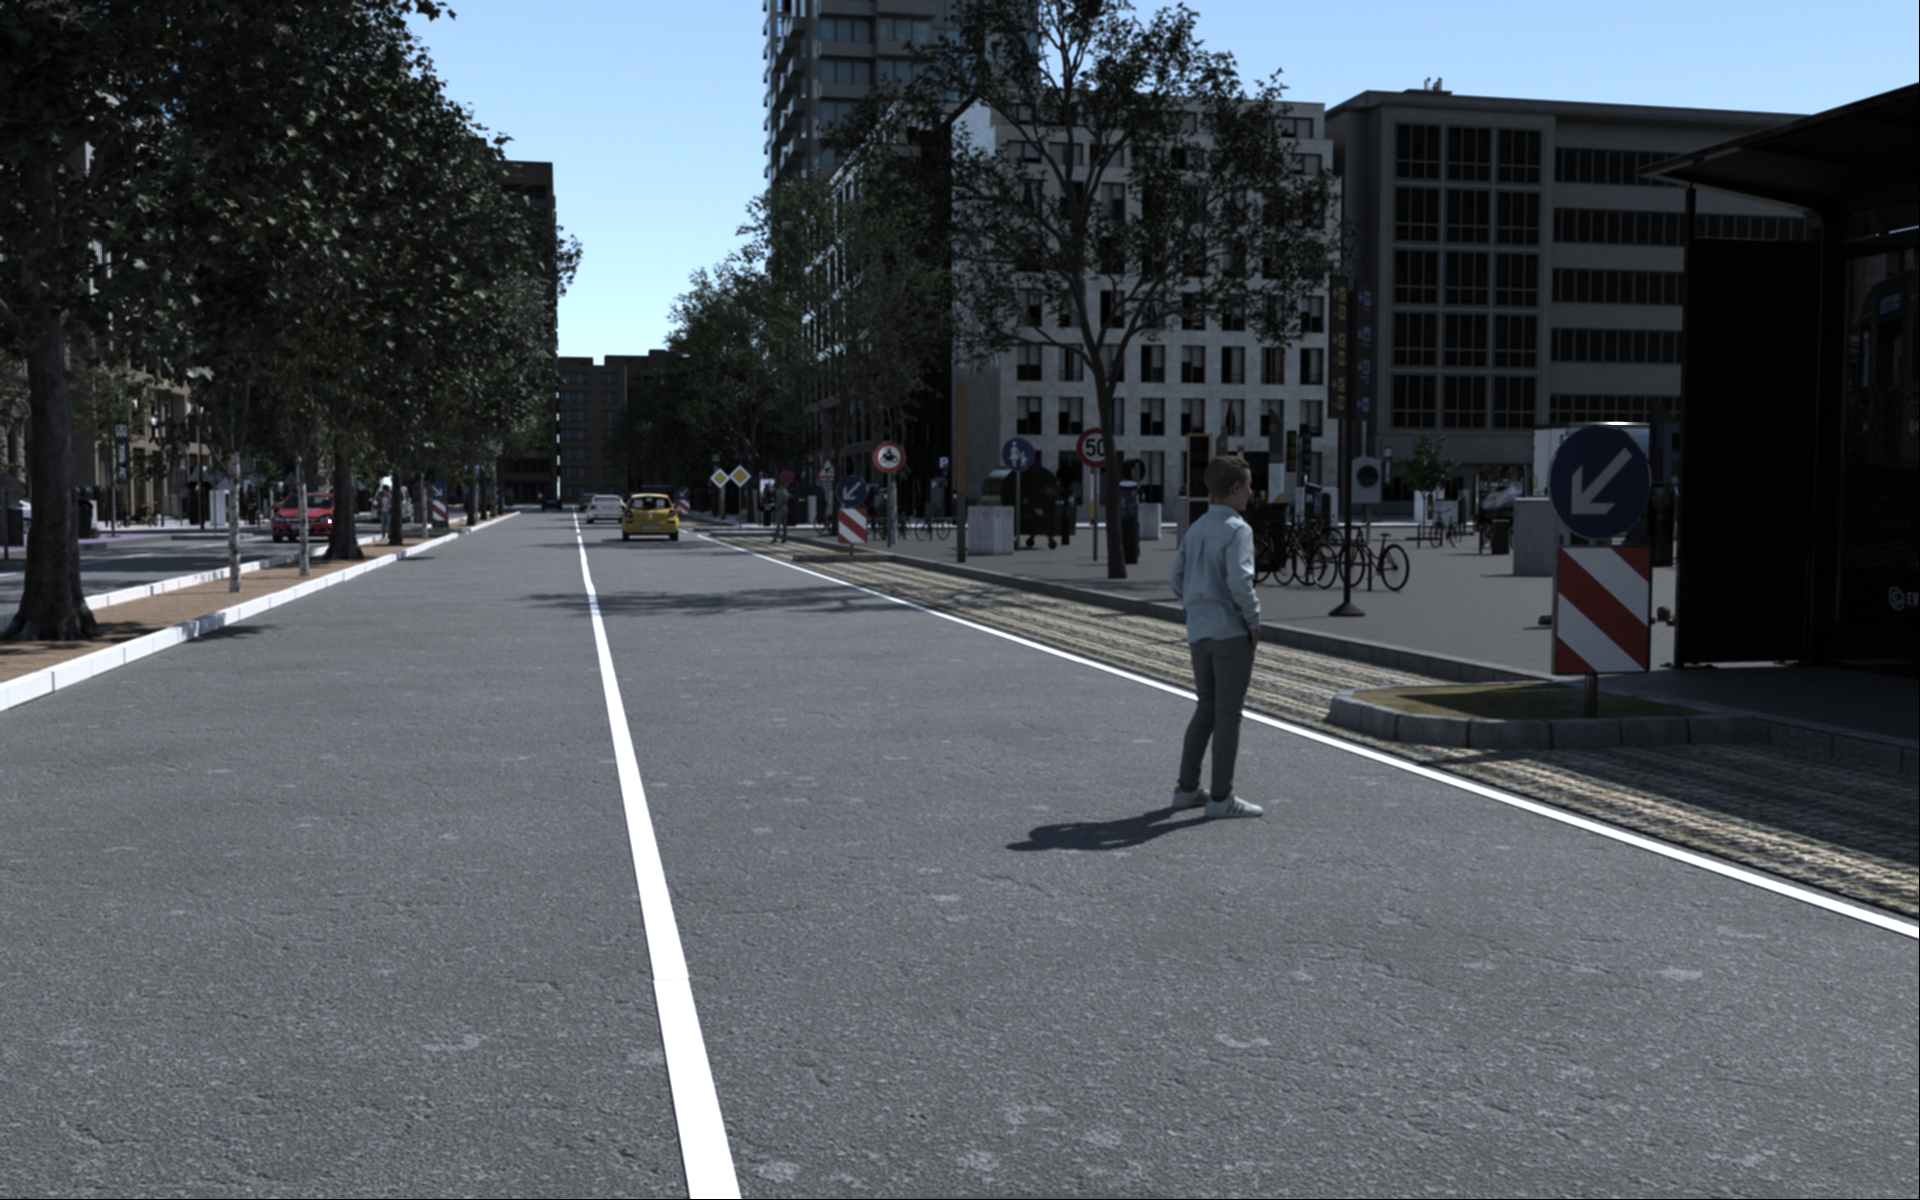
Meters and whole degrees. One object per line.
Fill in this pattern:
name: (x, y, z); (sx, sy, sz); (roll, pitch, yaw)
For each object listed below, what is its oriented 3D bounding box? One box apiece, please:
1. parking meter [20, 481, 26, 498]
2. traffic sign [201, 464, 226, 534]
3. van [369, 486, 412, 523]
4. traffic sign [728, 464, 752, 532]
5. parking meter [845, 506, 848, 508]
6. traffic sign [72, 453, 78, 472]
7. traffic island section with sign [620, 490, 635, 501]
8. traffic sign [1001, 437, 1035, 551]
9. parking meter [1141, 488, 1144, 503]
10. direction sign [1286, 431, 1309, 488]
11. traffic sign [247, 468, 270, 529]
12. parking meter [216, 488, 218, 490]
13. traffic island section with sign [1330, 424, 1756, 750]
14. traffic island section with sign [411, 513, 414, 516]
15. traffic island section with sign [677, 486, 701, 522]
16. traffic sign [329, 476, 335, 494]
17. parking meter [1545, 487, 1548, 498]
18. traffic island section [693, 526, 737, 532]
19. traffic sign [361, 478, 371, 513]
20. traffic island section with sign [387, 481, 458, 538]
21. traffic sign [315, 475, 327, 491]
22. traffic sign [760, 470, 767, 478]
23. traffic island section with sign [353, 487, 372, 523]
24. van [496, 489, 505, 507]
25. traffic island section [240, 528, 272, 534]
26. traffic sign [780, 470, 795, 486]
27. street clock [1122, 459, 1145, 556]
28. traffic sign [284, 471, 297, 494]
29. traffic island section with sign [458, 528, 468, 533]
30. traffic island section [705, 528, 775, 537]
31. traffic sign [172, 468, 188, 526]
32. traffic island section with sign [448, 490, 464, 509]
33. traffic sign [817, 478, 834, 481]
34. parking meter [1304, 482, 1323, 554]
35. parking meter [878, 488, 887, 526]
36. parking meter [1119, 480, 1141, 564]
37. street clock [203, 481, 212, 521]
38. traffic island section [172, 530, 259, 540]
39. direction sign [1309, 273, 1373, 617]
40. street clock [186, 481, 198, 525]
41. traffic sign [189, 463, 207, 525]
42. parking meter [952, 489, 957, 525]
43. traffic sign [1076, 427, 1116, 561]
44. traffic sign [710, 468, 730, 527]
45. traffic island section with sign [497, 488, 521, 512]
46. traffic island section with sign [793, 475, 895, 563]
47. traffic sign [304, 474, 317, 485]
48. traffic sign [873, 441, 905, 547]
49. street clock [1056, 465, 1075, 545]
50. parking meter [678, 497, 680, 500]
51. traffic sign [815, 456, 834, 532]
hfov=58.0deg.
parking meter: (-41.372, -4.316, 76.284); (0.399, 1.863, 0.255); (1, 4, 18)
traffic sign: (-23.700, -3.146, 55.071); (0.795, 2.450, 0.064); (-1, 4, -13)
van: (-28.179, -4.821, 85.831); (2.013, 2.044, 4.112); (-1, 4, -13)
traffic sign: (-7.455, -3.367, 58.689); (0.795, 2.450, 0.064); (-1, 4, -13)
parking meter: (-5.926, -4.933, 89.059); (0.372, 1.533, 0.369); (0, 3, 0)
traffic sign: (-25.313, -2.984, 48.897); (0.768, 2.556, 0.104); (-1, 4, -12)
traffic island section with sign: (-31.667, -9.656, 166.508); (1.989, 1.847, 2.006); (-1, 4, -13)
traffic sign: (1.305, -2.374, 38.927); (0.768, 2.556, 0.104); (0, 4, -7)
parking meter: (7.265, -3.771, 70.073); (0.372, 1.533, 0.369); (0, 3, 0)
direction sign: (12.075, -4.269, 61.790); (0.876, 3.537, 0.379); (0, 4, 2)
traffic sign: (-25.451, -3.622, 62.863); (0.795, 2.450, 0.064); (-1, 4, -13)
parking meter: (-31.676, -4.027, 74.257); (0.372, 1.533, 0.369); (0, 3, 0)
traffic island section with sign: (3.386, -0.123, 10.632); (1.989, 1.847, 2.006); (-1, 4, -13)
traffic island section with sign: (-36.480, -6.402, 113.296); (1.989, 1.847, 2.006); (-1, 4, -13)
traffic island section with sign: (-14.606, -5.014, 90.614); (1.989, 1.847, 2.006); (-1, 4, -13)
traffic sign: (-41.520, -7.026, 114.978); (0.768, 2.556, 0.104); (0, 4, -4)
parking meter: (15.214, -2.209, 44.534); (0.372, 1.533, 0.369); (0, 3, 0)
traffic island section: (-9.185, -2.708, 66.562); (2.009, 0.180, 2.903); (-1, 4, -13)
traffic sign: (-40.973, -7.249, 119.699); (0.795, 2.450, 0.064); (-1, 4, -12)
traffic island section with sign: (-17.637, -2.972, 56.732); (2.006, 1.907, 1.989); (-1, 4, -13)
traffic sign: (-43.407, -7.187, 117.621); (0.768, 2.556, 0.104); (-1, 4, -11)
traffic sign: (-10.459, -5.529, 90.503); (0.768, 2.556, 0.104); (0, 4, -4)
traffic island section with sign: (-30.563, -4.793, 86.996); (1.989, 1.847, 2.006); (-1, 4, -13)
van: (-52.329, -11.643, 194.754); (2.240, 2.365, 5.245); (-1, 4, -14)
traffic island section: (-25.472, -2.486, 62.919); (2.009, 0.180, 2.903); (-1, 4, -13)
traffic sign: (-9.007, -5.518, 90.319); (0.768, 2.556, 0.104); (0, 4, -7)
street clock: (3.569, -1.899, 35.621); (0.471, 2.002, 0.358); (-3, 5, -42)
traffic sign: (-37.632, -5.961, 97.464); (0.884, 2.594, 0.081); (-1, 4, -10)
traffic island section with sign: (-19.253, -3.414, 63.961); (2.006, 1.907, 1.989); (-1, 4, -13)
traffic island section: (-7.433, -2.232, 58.771); (2.009, 0.180, 2.903); (-1, 4, -13)
traffic sign: (-30.793, -4.055, 68.435); (0.606, 2.300, 0.079); (0, 4, -7)
traffic island section with sign: (-47.481, -9.398, 162.281); (1.989, 1.847, 2.006); (-1, 4, -13)
traffic sign: (-5.554, -4.452, 72.787); (0.884, 2.594, 0.081); (0, 4, -3)
parking meter: (7.531, -1.743, 36.915); (0.372, 1.533, 0.369); (0, 3, 0)
parking meter: (-3.147, -3.799, 70.530); (0.372, 1.533, 0.369); (0, 3, 0)
parking meter: (3.081, -1.430, 31.793); (0.372, 1.533, 0.369); (0, 3, 0)
street clock: (-36.187, -4.814, 83.283); (0.358, 2.002, 0.471); (3, 4, 36)
traffic island section: (-23.721, -2.009, 55.128); (2.009, 0.180, 2.903); (-1, 4, -13)
direction sign: (4.088, -1.602, 18.195); (0.379, 3.537, 0.876); (3, 5, 41)
street clock: (-31.899, -4.122, 71.963); (0.471, 2.002, 0.358); (-1, 4, -17)
traffic sign: (-31.407, -4.373, 71.498); (0.884, 2.594, 0.081); (-1, 4, -9)
parking meter: (-0.150, -3.827, 70.990); (0.372, 1.533, 0.369); (0, 3, 0)
traffic sign: (2.601, -2.024, 33.193); (0.768, 2.556, 0.104); (0, 4, -4)
traffic sign: (-9.206, -3.843, 66.480); (0.795, 2.450, 0.064); (-1, 4, -13)
traffic island section with sign: (-35.745, -7.898, 137.274); (2.006, 1.907, 1.989); (-1, 4, -13)
traffic island section with sign: (-2.529, -1.731, 36.932); (1.989, 1.847, 2.006); (-1, 4, -13)
traffic sign: (-39.351, -6.411, 104.924); (0.768, 2.556, 0.104); (0, 4, -7)
traffic sign: (-1.705, -2.541, 41.647); (0.768, 2.556, 0.104); (0, 4, -7)
street clock: (2.659, -2.393, 43.696); (0.471, 2.002, 0.358); (0, 4, -2)
parking meter: (-21.343, -7.562, 132.045); (0.372, 1.533, 0.369); (0, 3, 0)
traffic sign: (-4.465, -3.584, 58.599); (0.884, 2.594, 0.081); (0, 4, -4)
